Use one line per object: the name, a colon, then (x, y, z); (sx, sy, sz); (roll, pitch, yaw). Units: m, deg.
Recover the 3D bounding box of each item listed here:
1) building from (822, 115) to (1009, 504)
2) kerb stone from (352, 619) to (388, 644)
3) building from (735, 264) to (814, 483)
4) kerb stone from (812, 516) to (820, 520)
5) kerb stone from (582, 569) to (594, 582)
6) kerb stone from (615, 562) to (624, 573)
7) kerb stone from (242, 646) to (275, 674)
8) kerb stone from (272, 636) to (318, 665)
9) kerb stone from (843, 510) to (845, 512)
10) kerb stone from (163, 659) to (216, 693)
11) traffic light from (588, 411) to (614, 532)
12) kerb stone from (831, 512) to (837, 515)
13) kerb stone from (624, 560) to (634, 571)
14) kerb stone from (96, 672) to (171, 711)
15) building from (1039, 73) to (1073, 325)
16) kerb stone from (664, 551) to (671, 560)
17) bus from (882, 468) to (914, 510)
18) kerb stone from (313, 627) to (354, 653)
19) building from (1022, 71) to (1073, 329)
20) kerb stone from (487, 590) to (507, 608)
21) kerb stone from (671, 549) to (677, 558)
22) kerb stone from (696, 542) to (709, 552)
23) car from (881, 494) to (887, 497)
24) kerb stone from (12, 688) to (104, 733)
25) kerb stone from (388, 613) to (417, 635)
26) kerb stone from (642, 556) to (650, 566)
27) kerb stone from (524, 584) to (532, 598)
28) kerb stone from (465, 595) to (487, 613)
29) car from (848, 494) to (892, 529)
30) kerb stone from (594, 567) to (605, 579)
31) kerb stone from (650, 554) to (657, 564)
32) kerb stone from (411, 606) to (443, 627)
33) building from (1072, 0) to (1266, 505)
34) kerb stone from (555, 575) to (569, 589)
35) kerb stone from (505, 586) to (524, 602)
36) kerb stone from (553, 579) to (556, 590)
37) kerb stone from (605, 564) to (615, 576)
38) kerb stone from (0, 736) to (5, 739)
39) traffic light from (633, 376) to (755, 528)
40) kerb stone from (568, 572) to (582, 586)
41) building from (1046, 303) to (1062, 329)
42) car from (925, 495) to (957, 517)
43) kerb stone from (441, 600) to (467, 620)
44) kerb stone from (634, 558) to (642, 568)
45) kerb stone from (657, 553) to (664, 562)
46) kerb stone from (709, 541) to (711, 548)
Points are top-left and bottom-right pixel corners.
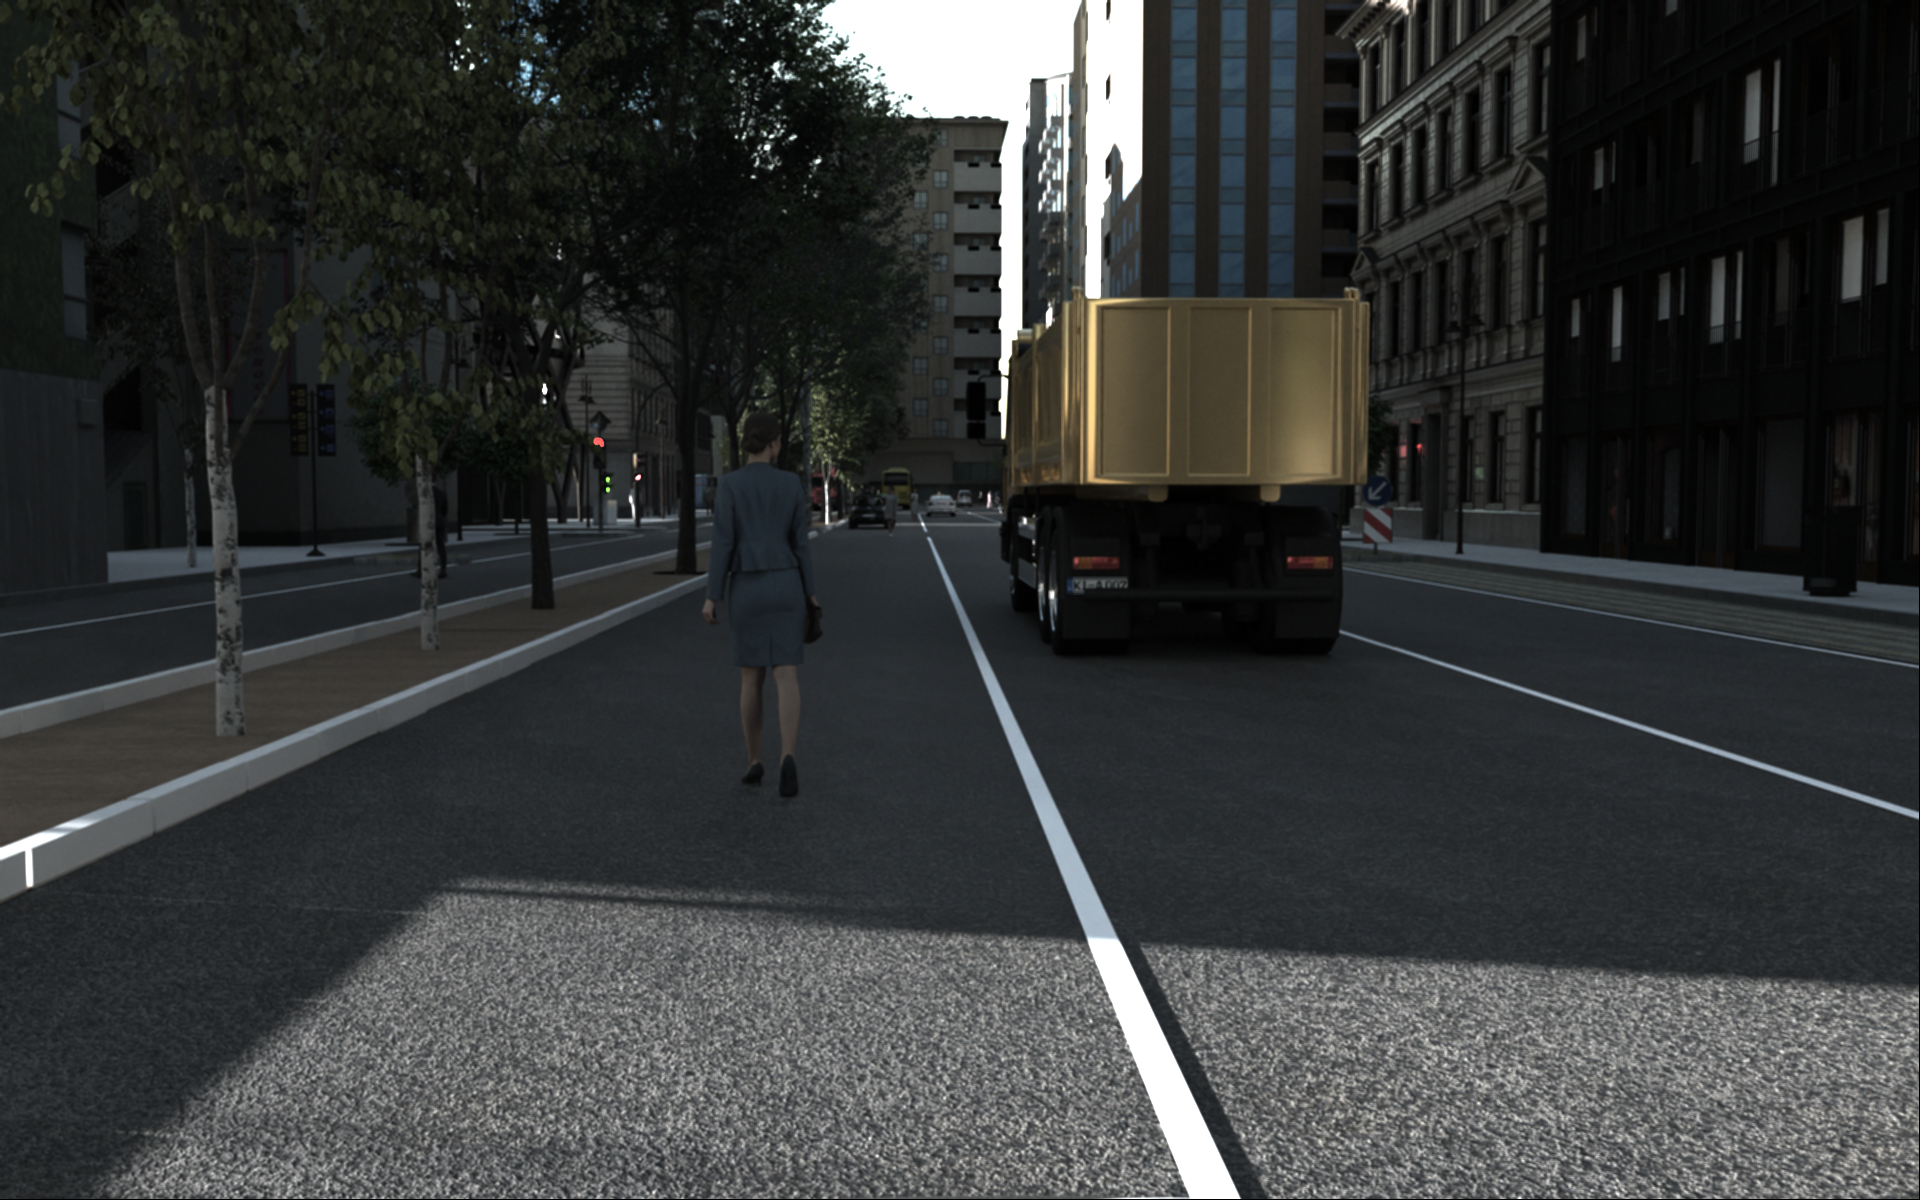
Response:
building: (-5.571, -39.852, 240.813); (27.495, 52.752, 28.713); (0, 4, -2)
kerb stone: (-5.830, 0.322, 16.938); (0.120, 0.150, 1.000); (0, 4, -2)
building: (-31.380, -33.711, 243.054); (23.993, 40.220, 32.217); (0, 4, -2)
kerb stone: (-8.196, -4.658, 98.448); (0.120, 0.150, 1.000); (0, 4, -2)
kerb stone: (-6.158, -0.367, 28.196); (0.120, 0.150, 1.000); (0, 4, -2)
kerb stone: (-6.248, -0.554, 31.261); (0.120, 0.150, 1.000); (0, 4, -2)
kerb stone: (-5.751, 0.509, 13.868); (0.120, 0.150, 1.000); (0, 4, -2)
kerb stone: (-5.777, 0.447, 14.889); (0.120, 0.150, 1.000); (0, 4, -2)
kerb stone: (-9.411, -7.235, 140.484); (0.120, 0.150, 1.000); (0, 4, -2)
kerb stone: (-5.713, 0.572, 12.846); (0.120, 0.150, 1.000); (0, 4, -2)
traffic light: (-12.110, -4.248, 58.380); (0.839, 4.253, 0.868); (0, 4, -2)
kerb stone: (-8.906, -6.169, 123.053); (0.120, 0.150, 1.000); (0, 4, -2)
kerb stone: (-6.272, -0.613, 32.296); (0.120, 0.150, 1.000); (0, 4, -2)
kerb stone: (-5.680, 0.635, 11.825); (0.120, 0.150, 1.000); (0, 4, -2)
building: (20.793, -35.529, 200.508); (23.786, 49.044, 30.456); (0, 4, -2)
kerb stone: (-6.424, -0.929, 37.405); (0.120, 0.150, 1.000); (0, 4, -2)
bus: (-5.858, -10.441, 162.262); (2.896, 3.916, 12.252); (0, 4, -1)
kerb stone: (-5.809, 0.384, 15.911); (0.120, 0.150, 1.000); (0, 4, -2)
building: (23.077, -42.535, 237.442); (28.212, 58.520, 21.231); (0, 4, -2)
kerb stone: (-5.978, 0.012, 22.046); (0.120, 0.150, 1.000); (0, 4, -2)
kerb stone: (-6.458, -0.994, 38.441); (0.120, 0.150, 1.000); (0, 4, -2)
kerb stone: (-6.639, -1.371, 44.607); (0.120, 0.150, 1.000); (0, 4, -2)
car: (-6.032, -7.854, 137.206); (1.959, 1.807, 4.718); (0, 3, 0)
kerb stone: (-5.650, 0.697, 10.803); (0.120, 0.150, 1.000); (0, 4, -2)
kerb stone: (-5.857, 0.268, 17.960); (0.120, 0.150, 1.000); (0, 4, -2)
kerb stone: (-6.337, -0.743, 34.341); (0.120, 0.150, 1.000); (0, 4, -2)
kerb stone: (-6.040, -0.112, 24.091); (0.120, 0.150, 1.000); (0, 4, -2)
kerb stone: (-5.954, 0.072, 21.024); (0.120, 0.150, 1.000); (0, 4, -2)
car: (-3.727, -3.831, 72.419); (2.009, 1.686, 4.222); (0, 4, -1)
kerb stone: (-6.184, -0.430, 29.218); (0.120, 0.150, 1.000); (0, 4, -2)
kerb stone: (-6.367, -0.798, 35.363); (0.120, 0.150, 1.000); (0, 4, -2)
kerb stone: (-5.891, 0.197, 18.981); (0.120, 0.150, 1.000); (0, 4, -2)
building: (17.223, -30.528, 149.244); (14.600, 45.320, 14.200); (0, 4, -2)
kerb stone: (-6.096, -0.241, 26.153); (0.120, 0.150, 1.000); (0, 4, -2)
kerb stone: (-6.015, -0.053, 23.067); (0.120, 0.150, 1.000); (0, 4, -2)
kerb stone: (-6.066, -0.176, 25.129); (0.120, 0.150, 1.000); (0, 4, -2)
kerb stone: (-6.216, -0.492, 30.239); (0.120, 0.150, 1.000); (0, 4, -2)
kerb stone: (-5.631, 0.760, 9.782); (0.120, 0.150, 1.000); (0, 4, -2)
traffic light: (-10.253, -5.614, 66.457); (4.771, 5.953, 1.251); (0, 4, -2)
kerb stone: (-6.133, -0.305, 27.175); (0.120, 0.150, 1.000); (0, 4, -2)
building: (21.918, -19.982, 171.746); (27.650, 21.520, 28.899); (0, 4, -2)
car: (-1.234, -6.049, 111.270); (2.083, 1.381, 4.827); (0, 4, -2)
kerb stone: (-5.919, 0.134, 20.003); (0.120, 0.150, 1.000); (0, 4, -2)
kerb stone: (-6.309, -0.680, 33.319); (0.120, 0.150, 1.000); (0, 4, -2)
kerb stone: (-6.400, -0.860, 36.384); (0.120, 0.150, 1.000); (0, 4, -2)
kerb stone: (-6.661, -1.433, 45.631); (0.120, 0.150, 1.000); (0, 4, -2)
